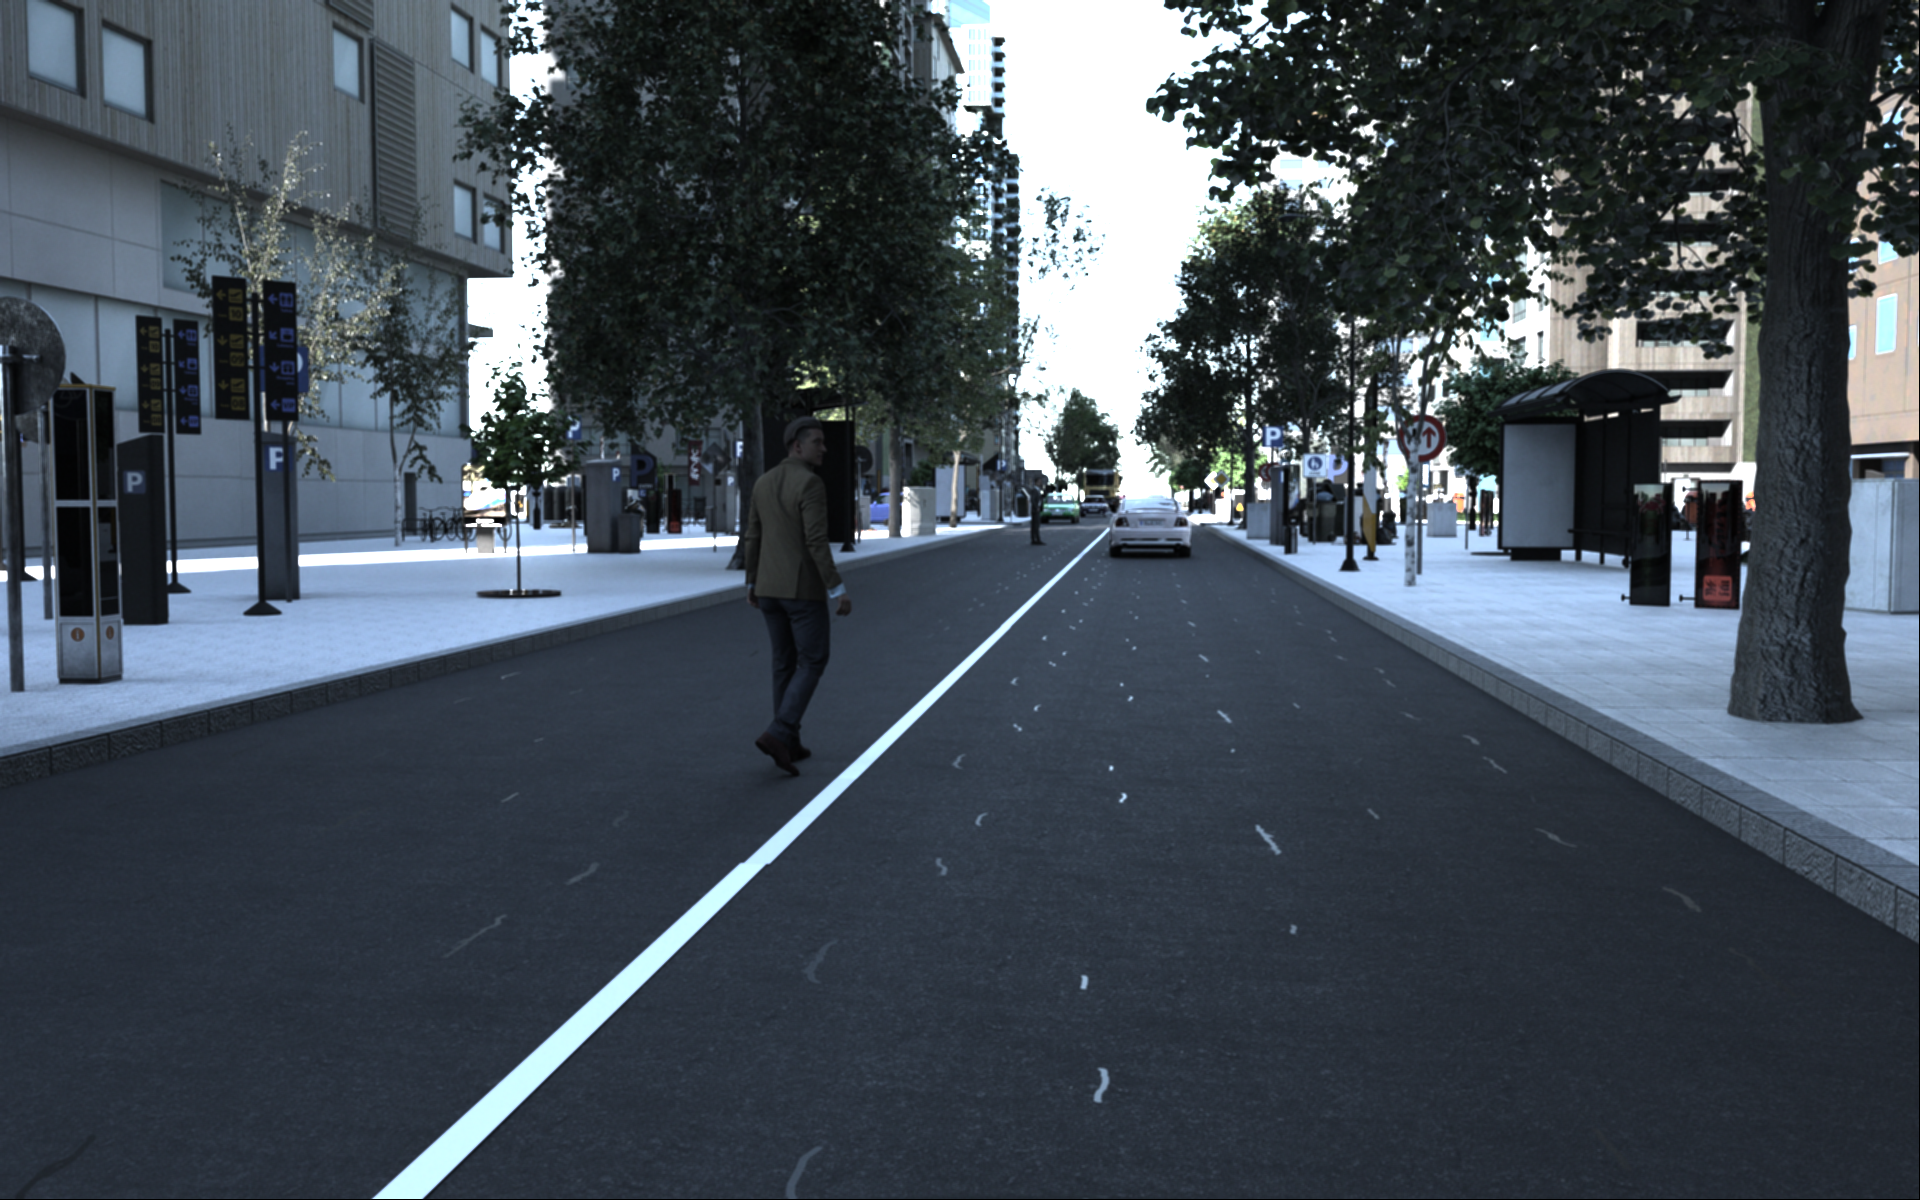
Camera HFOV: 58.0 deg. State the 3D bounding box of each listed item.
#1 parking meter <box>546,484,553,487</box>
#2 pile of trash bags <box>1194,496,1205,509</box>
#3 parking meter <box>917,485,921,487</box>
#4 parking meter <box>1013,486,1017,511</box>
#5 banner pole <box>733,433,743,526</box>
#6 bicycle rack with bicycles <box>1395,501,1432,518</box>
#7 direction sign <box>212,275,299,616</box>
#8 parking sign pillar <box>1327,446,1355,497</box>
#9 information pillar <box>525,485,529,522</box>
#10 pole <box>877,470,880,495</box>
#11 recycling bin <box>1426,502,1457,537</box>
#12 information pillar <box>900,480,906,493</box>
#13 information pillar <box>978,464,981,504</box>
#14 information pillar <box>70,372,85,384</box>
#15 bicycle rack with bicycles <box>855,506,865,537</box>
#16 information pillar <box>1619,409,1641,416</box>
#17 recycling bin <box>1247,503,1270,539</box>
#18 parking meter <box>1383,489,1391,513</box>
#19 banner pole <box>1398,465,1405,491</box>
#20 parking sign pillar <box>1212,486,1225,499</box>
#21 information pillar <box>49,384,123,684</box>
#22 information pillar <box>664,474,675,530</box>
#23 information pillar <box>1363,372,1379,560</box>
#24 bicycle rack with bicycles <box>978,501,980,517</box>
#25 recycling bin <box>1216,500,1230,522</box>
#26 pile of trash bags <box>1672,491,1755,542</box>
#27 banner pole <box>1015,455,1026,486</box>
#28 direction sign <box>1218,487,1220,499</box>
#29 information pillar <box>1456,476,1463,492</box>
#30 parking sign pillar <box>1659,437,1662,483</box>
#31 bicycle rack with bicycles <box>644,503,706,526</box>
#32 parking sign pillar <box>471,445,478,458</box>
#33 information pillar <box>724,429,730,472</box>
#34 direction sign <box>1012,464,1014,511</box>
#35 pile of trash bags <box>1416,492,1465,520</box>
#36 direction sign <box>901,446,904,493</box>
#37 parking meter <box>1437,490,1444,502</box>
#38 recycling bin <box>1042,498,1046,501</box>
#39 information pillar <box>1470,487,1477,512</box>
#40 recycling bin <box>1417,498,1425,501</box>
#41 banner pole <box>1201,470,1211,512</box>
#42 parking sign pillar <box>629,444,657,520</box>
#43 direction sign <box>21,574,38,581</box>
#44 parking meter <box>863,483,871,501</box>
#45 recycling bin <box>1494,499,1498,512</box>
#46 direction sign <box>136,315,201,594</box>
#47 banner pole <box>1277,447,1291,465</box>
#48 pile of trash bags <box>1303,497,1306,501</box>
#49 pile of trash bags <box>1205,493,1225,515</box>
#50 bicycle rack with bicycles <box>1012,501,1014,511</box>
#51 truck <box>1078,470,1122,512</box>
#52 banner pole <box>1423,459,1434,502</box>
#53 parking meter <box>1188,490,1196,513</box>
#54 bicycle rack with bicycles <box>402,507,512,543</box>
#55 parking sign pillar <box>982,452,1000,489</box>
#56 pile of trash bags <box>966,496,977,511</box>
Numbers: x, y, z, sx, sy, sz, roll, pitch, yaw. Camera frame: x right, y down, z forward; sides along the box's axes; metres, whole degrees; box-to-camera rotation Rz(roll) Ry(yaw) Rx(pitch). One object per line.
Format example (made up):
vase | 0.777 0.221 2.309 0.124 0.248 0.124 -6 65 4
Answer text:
parking meter | -28.297 -6.957 119.454 0.255 1.863 0.399 1 4 11
pile of trash bags | 20.573 -8.224 144.208 1.912 1.369 3.447 0 4 -4
parking meter | -2.788 -6.781 116.585 0.255 1.863 0.399 0 4 8
parking meter | 3.677 -6.504 112.047 0.399 1.863 0.255 3 5 43
banner pole | -8.841 -4.856 69.407 0.863 3.779 0.401 2 4 32
bicycle rack with bicycles | 24.780 -4.915 93.737 2.852 0.926 2.925 -3 5 -44
direction sign | -7.428 -1.611 18.337 0.876 3.537 0.379 -3 5 -45
parking sign pillar | 18.703 -5.908 85.062 1.447 3.967 1.447 3 5 41
information pillar | -20.106 -5.477 80.911 0.504 3.616 0.183 1 4 21
pole | -6.799 -9.236 144.850 0.158 3.312 0.155 0 3 0
recycling bin | 14.462 -2.411 51.980 0.722 1.027 0.722 0 4 -3
information pillar | -2.973 -5.175 89.102 0.304 2.012 0.304 2 4 23
information pillar | 1.570 -8.346 127.819 0.504 3.616 0.183 -2 4 -31
information pillar | -16.929 -2.580 33.542 0.183 3.616 0.504 3 4 39
bicycle rack with bicycles | -4.163 -2.367 52.082 2.852 0.926 2.925 0 4 -8
information pillar | 15.124 -2.923 39.143 0.504 3.616 0.183 2 4 24
recycling bin | 8.630 -2.253 49.386 0.722 1.027 0.722 2 4 30
parking meter | 22.169 -4.988 89.968 0.372 1.533 0.369 0 3 0
banner pole | 38.400 -9.817 150.529 0.401 3.779 0.863 -2 4 -32
parking sign pillar | 18.454 -8.190 122.376 1.447 3.967 1.447 1 4 16
information pillar | -5.936 -0.445 11.770 0.304 2.012 0.304 0 4 3
information pillar | -10.434 -3.531 62.218 0.304 2.012 0.304 -2 4 -27
information pillar | 7.969 -2.586 33.629 0.183 3.616 0.504 -1 4 -9
bicycle rack with bicycles | 0.703 -5.040 95.783 2.852 0.926 2.925 1 4 10
recycling bin | 12.165 -4.097 79.546 0.722 1.027 0.722 1 4 13
pile of trash bags | 21.187 -2.296 47.298 1.912 1.369 3.447 -2 4 -25
banner pole | 3.869 -7.349 110.180 0.863 3.779 0.401 -3 4 -38
direction sign | 17.363 -7.589 116.076 0.876 3.537 0.379 -2 4 -28
information pillar | 27.675 -6.397 95.939 0.504 3.616 0.183 -3 5 -42
parking sign pillar | 32.513 -5.707 81.785 1.447 3.967 1.447 -2 4 -29
bicycle rack with bicycles | -11.847 -3.409 69.127 2.925 0.926 2.852 3 5 44
parking sign pillar | -19.070 -4.808 67.076 1.447 3.967 1.447 2 4 27
information pillar | -8.366 -4.331 62.174 0.183 3.616 0.504 -2 4 -25
direction sign | 3.983 -8.514 131.201 0.379 3.537 0.876 0 3 0
pile of trash bags | 23.304 -4.508 83.460 1.912 1.369 3.447 -1 4 -15
direction sign | -2.718 -5.504 81.981 0.379 3.537 0.876 -1 4 -9
parking meter | 27.560 -5.560 99.322 0.372 1.533 0.369 0 3 0
recycling bin | 6.426 -7.327 132.344 0.722 1.027 0.722 1 4 11
information pillar | 33.859 -6.706 114.132 0.304 2.012 0.304 -1 4 -14
recycling bin | 32.956 -6.829 124.202 0.722 1.027 0.722 1 4 21
banner pole | 17.665 -8.238 124.700 0.863 3.779 0.401 0 4 2
parking sign pillar | -15.648 -5.941 85.614 1.447 3.967 1.447 0 4 3
direction sign | -13.862 -2.050 25.518 0.876 3.537 0.379 2 4 24
parking meter | -4.853 -5.192 90.595 0.399 1.863 0.255 1 4 8
recycling bin | 27.562 -4.680 89.079 0.722 1.027 0.722 1 4 12
direction sign | -10.199 -1.859 22.393 0.379 3.537 0.876 2 4 30
banner pole | 15.357 -5.662 82.584 0.863 3.779 0.401 2 4 23
pile of trash bags | 28.928 -8.482 148.436 3.447 1.369 1.912 1 4 21
pile of trash bags | 16.123 -5.824 104.969 1.912 1.369 3.447 0 4 2
bicycle rack with bicycles | 5.119 -8.475 151.955 2.852 0.926 2.925 2 4 32
truck | 11.449 -8.770 139.309 3.469 3.379 9.791 0 4 8
banner pole | 24.129 -6.066 89.199 0.863 3.779 0.401 2 4 29
parking meter | 15.806 -6.735 118.531 0.372 1.533 0.369 0 3 0
bicycle rack with bicycles | -13.932 -2.075 47.309 2.852 0.926 2.925 -3 5 -41
parking sign pillar | 2.017 -7.572 112.275 1.447 3.967 1.447 2 4 29
pile of trash bags | 1.397 -7.604 134.074 1.912 1.369 3.447 3 5 44
